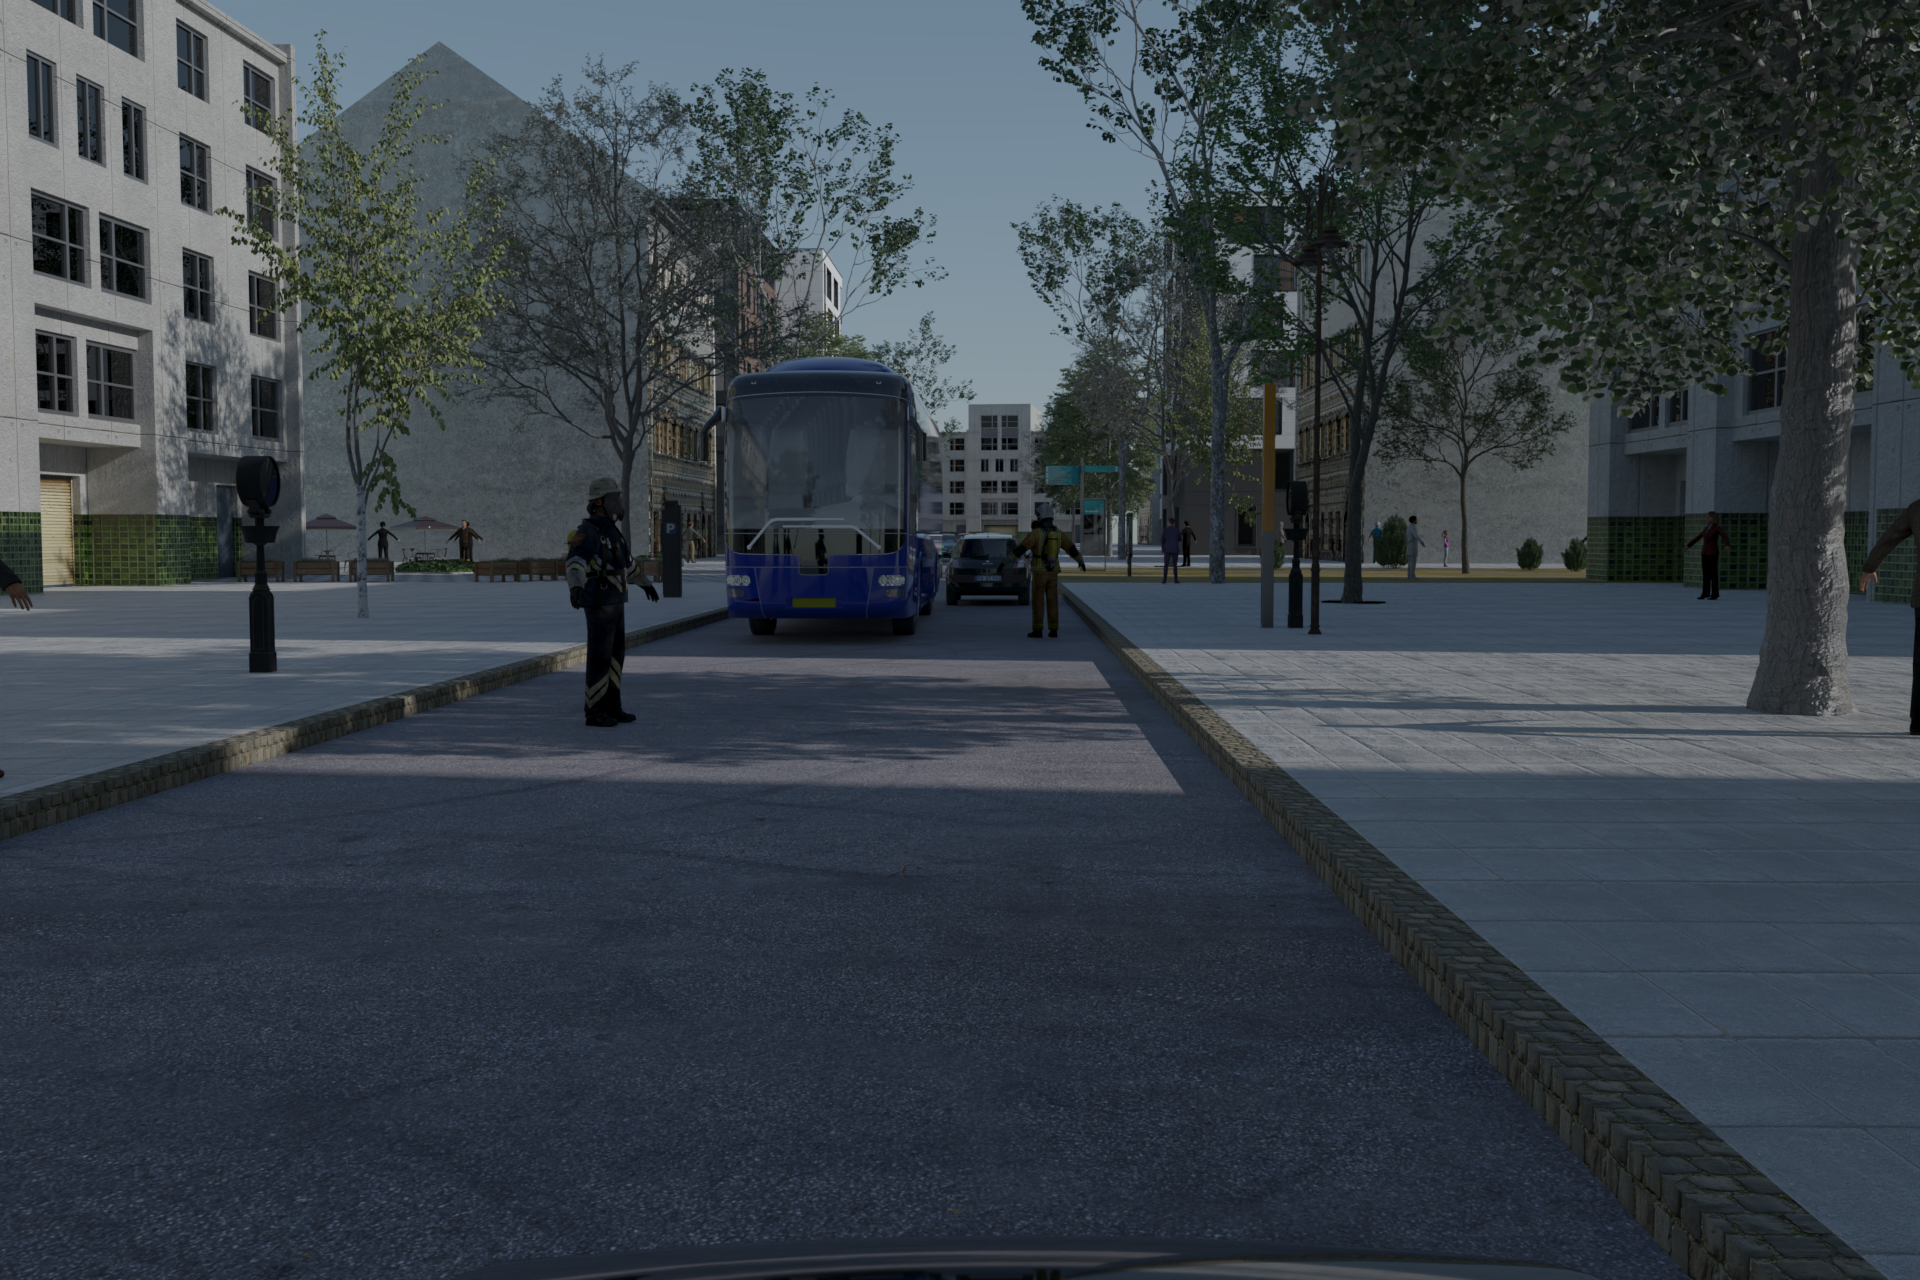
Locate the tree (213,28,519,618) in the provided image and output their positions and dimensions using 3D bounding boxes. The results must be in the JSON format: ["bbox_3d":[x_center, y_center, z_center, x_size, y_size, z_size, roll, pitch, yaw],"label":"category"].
[{"bbox_3d":[-8.929,-4.649,26.381,4.737,8.622,4.395,0,3,0],"label":"tree"}]

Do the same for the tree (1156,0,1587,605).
[{"bbox_3d":[7.445,-6.481,31.727,9.928,11.665,9.643,0,3,0],"label":"tree"}]

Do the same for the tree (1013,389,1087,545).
[{"bbox_3d":[9.564,-14.434,146.362,12.009,13.543,11.850,0,3,0],"label":"tree"}]

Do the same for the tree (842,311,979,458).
[{"bbox_3d":[-4.807,-17.864,147.965,12.611,20.169,13.585,0,3,0],"label":"tree"}]

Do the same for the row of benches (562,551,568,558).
[{"bbox_3d":[-14.153,-2.947,63.648,1.422,0.672,4.104,-1,4,-17],"label":"row of benches"}]

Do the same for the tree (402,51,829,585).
[{"bbox_3d":[-8.584,-8.182,44.141,12.009,13.543,11.850,0,3,0],"label":"tree"}]

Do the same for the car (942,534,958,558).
[{"bbox_3d":[-0.888,-4.844,90.998,2.131,1.459,4.920,0,4,2],"label":"car"}]

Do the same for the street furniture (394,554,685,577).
[{"bbox_3d":[-13.381,-2.446,55.617,10.072,0.657,5.734,3,5,42],"label":"street furniture"}]

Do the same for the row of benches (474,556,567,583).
[{"bbox_3d":[-11.624,-1.972,47.711,1.422,0.672,4.104,2,4,30],"label":"row of benches"}]

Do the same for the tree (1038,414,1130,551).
[{"bbox_3d":[9.640,-12.756,134.314,9.928,11.665,9.643,0,3,0],"label":"tree"}]

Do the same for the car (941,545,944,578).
[{"bbox_3d":[-1.476,-2.825,54.993,1.959,1.807,4.718,0,4,1],"label":"car"}]

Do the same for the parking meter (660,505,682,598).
[{"bbox_3d":[-5.843,-1.794,35.041,0.399,1.863,0.255,0,4,1],"label":"parking meter"}]

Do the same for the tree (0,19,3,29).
[{"bbox_3d":[-8.893,-3.836,13.078,4.360,8.622,3.978,0,3,0],"label":"tree"}]

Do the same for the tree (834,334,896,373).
[{"bbox_3d":[-6.436,-11.009,98.129,7.486,12.596,7.792,0,3,0],"label":"tree"}]

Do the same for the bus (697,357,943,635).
[{"bbox_3d":[-1.733,-2.220,27.842,2.896,3.916,12.251,0,4,1],"label":"bus"}]

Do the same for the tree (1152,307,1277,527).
[{"bbox_3d":[8.284,-6.448,55.784,4.737,8.622,4.395,0,3,0],"label":"tree"}]

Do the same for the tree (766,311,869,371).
[{"bbox_3d":[-7.412,-10.375,87.754,7.486,12.596,7.792,0,3,0],"label":"tree"}]

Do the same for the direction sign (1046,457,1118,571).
[{"bbox_3d":[4.227,-4.350,59.879,2.525,3.948,1.411,0,4,2],"label":"direction sign"}]

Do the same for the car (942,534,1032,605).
[{"bbox_3d":[0.603,-1.618,36.234,2.009,1.686,4.222,0,4,2],"label":"car"}]

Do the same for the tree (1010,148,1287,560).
[{"bbox_3d":[9.164,-14.038,85.408,12.611,20.169,13.585,0,3,0],"label":"tree"}]

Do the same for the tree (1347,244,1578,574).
[{"bbox_3d":[16.038,-7.423,55.770,7.601,10.594,8.767,0,4,4],"label":"tree"}]

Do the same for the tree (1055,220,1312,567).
[{"bbox_3d":[8.285,-9.589,67.148,12.009,13.543,11.850,0,3,0],"label":"tree"}]

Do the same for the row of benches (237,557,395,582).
[{"bbox_3d":[-17.233,-1.906,46.633,4.104,0.672,1.422,0,4,-6],"label":"row of benches"}]

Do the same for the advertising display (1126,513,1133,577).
[{"bbox_3d":[5.140,-2.896,52.561,0.123,1.923,0.974,0,4,0],"label":"advertising display"}]

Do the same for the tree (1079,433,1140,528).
[{"bbox_3d":[8.483,-9.567,106.778,4.360,8.622,3.978,0,3,0],"label":"tree"}]

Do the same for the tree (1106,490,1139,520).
[{"bbox_3d":[23.202,-18.834,242.348,7.601,10.594,8.767,1,4,9],"label":"tree"}]

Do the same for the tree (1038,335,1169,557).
[{"bbox_3d":[8.344,-11.057,98.916,7.486,12.596,7.792,0,3,0],"label":"tree"}]

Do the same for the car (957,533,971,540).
[{"bbox_3d":[0.497,-8.162,142.481,2.155,1.783,4.494,0,4,1],"label":"car"}]

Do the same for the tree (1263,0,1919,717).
[{"bbox_3d":[6.158,-6.456,12.212,9.857,13.997,8.962,0,3,0],"label":"tree"}]

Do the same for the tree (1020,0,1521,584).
[{"bbox_3d":[7.743,-11.468,43.386,12.611,20.169,13.585,0,3,0],"label":"tree"}]

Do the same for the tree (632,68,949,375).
[{"bbox_3d":[-6.847,-13.042,69.119,12.611,20.169,13.585,0,3,0],"label":"tree"}]

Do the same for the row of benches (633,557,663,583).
[{"bbox_3d":[-8.724,-1.939,47.158,1.422,0.672,4.104,-2,4,-34],"label":"row of benches"}]

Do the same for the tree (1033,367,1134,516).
[{"bbox_3d":[8.419,-12.082,115.662,7.486,12.596,7.792,0,3,0],"label":"tree"}]

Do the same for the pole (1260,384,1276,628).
[{"bbox_3d":[4.212,-1.825,23.674,0.158,3.312,0.155,0,3,0],"label":"pole"}]
